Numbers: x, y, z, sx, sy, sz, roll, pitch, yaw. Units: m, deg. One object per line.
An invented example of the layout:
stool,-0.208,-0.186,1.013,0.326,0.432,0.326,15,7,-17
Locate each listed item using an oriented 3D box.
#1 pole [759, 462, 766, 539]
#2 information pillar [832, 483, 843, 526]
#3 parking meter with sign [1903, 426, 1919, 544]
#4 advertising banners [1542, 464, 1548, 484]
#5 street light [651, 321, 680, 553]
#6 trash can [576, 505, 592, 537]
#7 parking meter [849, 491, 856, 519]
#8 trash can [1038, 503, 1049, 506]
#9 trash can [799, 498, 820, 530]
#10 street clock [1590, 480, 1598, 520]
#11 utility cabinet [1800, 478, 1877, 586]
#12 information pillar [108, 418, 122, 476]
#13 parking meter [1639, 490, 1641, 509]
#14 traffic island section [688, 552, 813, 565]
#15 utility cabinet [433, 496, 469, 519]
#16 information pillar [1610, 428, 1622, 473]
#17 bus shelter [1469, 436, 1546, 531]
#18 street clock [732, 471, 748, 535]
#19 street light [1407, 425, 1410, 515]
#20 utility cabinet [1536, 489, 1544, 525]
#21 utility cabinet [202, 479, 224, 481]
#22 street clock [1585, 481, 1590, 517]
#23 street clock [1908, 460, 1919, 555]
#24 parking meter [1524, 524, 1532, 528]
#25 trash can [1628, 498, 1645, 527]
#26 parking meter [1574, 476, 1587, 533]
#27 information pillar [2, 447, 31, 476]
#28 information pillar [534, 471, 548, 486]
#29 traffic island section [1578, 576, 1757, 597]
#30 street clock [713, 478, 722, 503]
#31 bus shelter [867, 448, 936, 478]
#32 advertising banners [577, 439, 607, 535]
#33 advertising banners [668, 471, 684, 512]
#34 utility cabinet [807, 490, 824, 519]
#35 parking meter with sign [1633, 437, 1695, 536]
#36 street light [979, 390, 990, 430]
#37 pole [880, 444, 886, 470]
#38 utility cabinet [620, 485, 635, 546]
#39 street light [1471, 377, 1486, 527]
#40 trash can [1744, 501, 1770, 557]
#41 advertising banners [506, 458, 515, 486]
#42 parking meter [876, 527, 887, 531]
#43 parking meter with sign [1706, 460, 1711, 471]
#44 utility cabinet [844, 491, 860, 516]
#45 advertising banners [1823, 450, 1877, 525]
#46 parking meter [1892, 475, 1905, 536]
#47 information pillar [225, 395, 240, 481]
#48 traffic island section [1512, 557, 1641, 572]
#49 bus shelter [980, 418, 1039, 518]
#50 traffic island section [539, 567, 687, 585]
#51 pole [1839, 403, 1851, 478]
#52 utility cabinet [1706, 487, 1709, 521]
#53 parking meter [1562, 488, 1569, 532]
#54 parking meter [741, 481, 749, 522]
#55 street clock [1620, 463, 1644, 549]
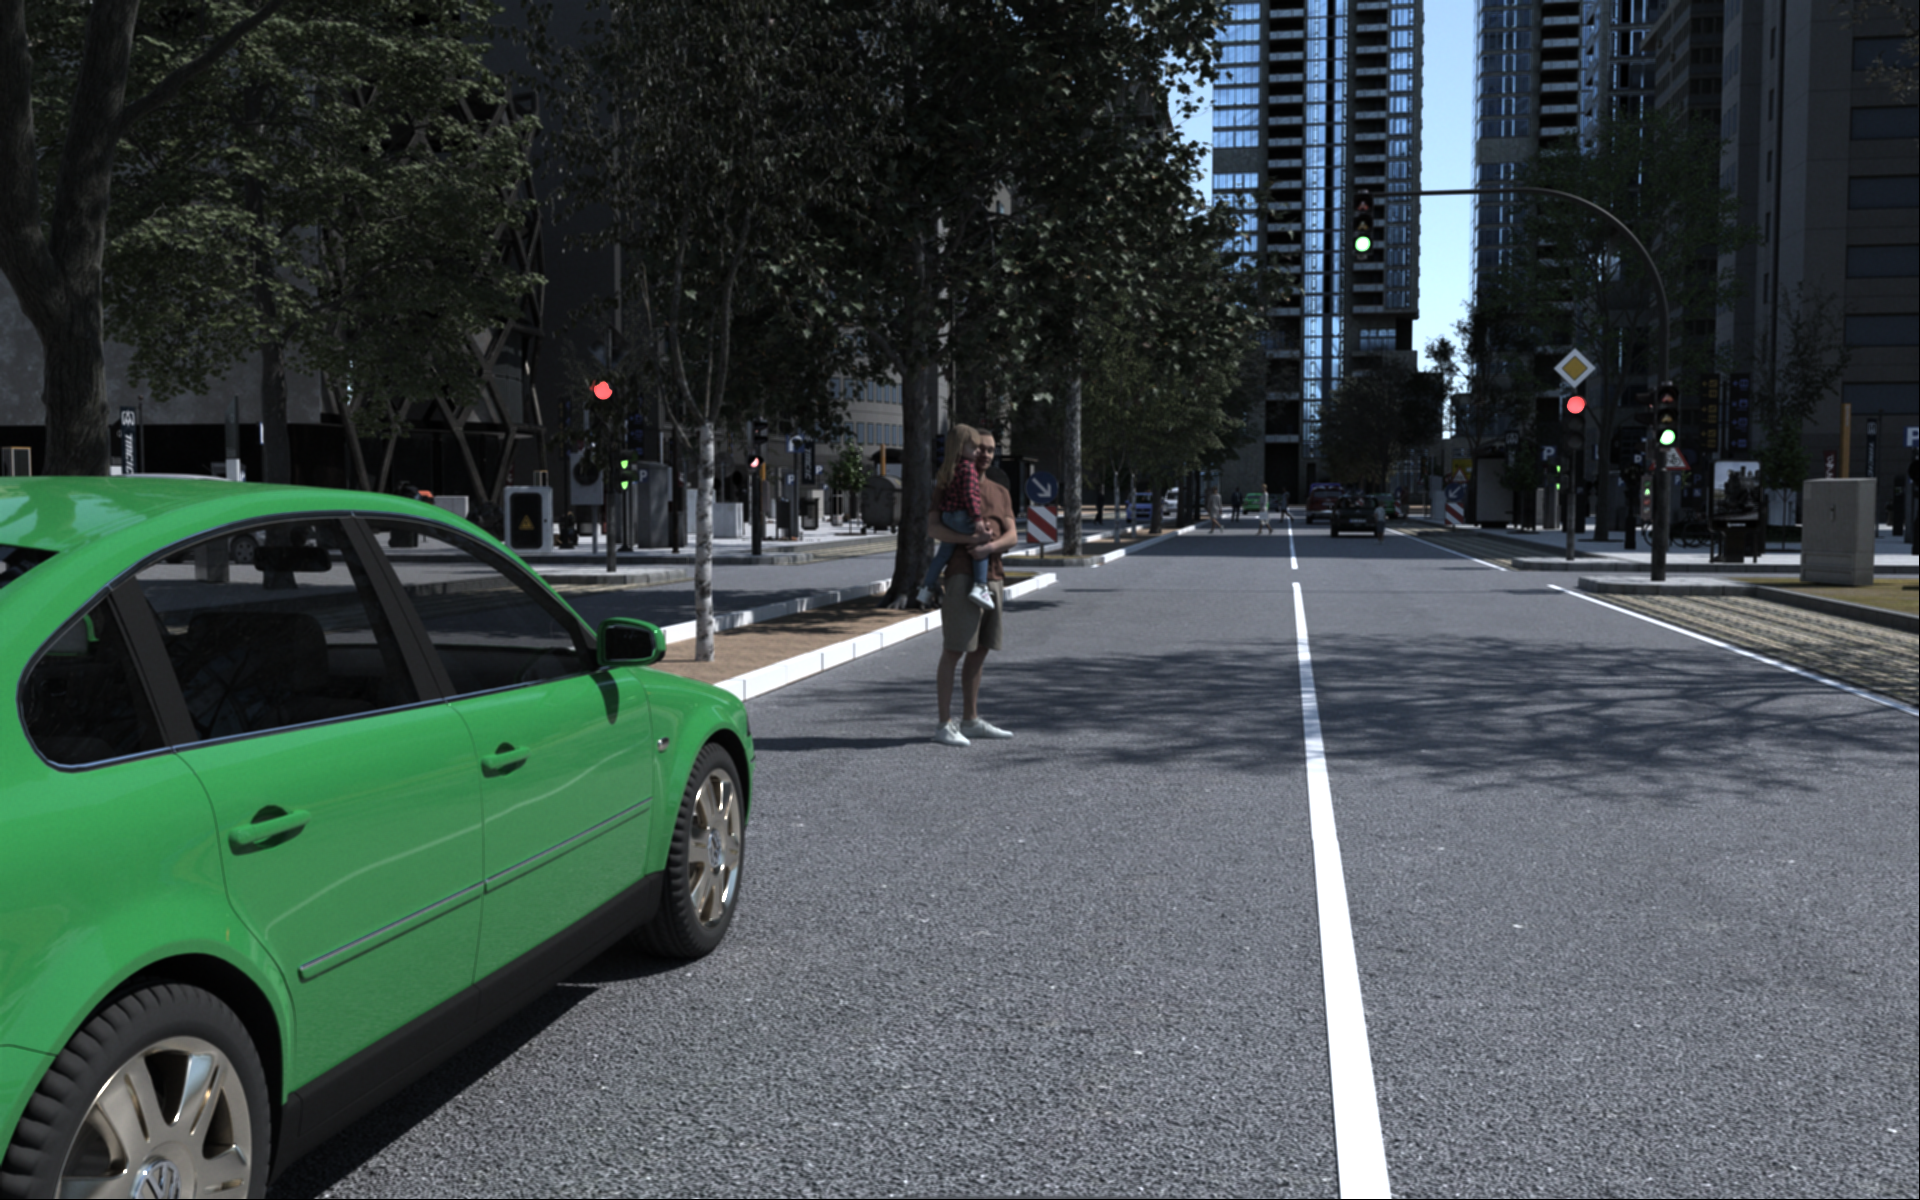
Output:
pole,-5.671,-3.408,49.564,0.158,3.312,0.155,0,3,0
information pillar,-4.868,-3.929,68.724,0.304,2.012,0.304,3,4,39
parking meter with sign,24.918,-2.985,45.070,0.543,3.016,1.738,2,4,35
advertising banners,35.209,-6.507,102.579,2.074,3.025,0.090,-2,4,-26
street light,-6.156,-3.947,37.315,0.468,5.910,1.993,1,4,11
trash can,-11.337,-2.500,52.533,0.748,1.137,0.748,0,3,0
parking meter,-5.474,-4.892,88.399,0.372,1.533,0.369,0,3,0
trash can,4.614,-5.158,95.991,0.748,1.137,0.748,0,3,0
trash can,-5.373,-3.075,61.937,0.748,1.137,0.748,0,3,0
street clock,31.940,-5.022,86.683,0.471,2.002,0.358,2,4,32
utility cabinet,12.330,-0.959,24.357,0.318,1.500,1.173,-1,4,-9
information pillar,-24.879,-3.661,51.216,0.183,3.616,0.504,2,4,34
parking meter,40.890,-5.831,103.750,0.372,1.533,0.369,0,3,0
traffic island section,-4.301,-0.868,36.478,2.009,0.180,2.903,1,4,11
utility cabinet,-15.684,-2.582,53.378,1.020,1.237,0.306,0,4,5
information pillar,23.410,-4.312,61.857,0.183,3.616,0.504,-1,4,-22
bus shelter,19.736,-4.209,62.739,2.014,3.302,5.546,1,4,11
street clock,-6.824,-3.008,53.749,0.471,2.002,0.358,3,5,42
street light,27.579,-8.177,106.483,0.468,5.910,1.993,1,4,11
utility cabinet,23.448,-3.735,69.741,1.173,1.500,0.318,3,5,40
utility cabinet,-10.976,-1.023,25.398,0.318,1.500,1.173,-2,4,-32
street clock,35.085,-5.640,96.777,0.471,2.002,0.358,0,4,-6
street clock,20.149,-1.943,36.333,0.358,2.002,0.471,-1,4,-20
parking meter,21.490,-3.659,65.533,0.255,1.863,0.399,-1,4,-14
trash can,26.305,-3.404,67.315,0.748,1.137,0.748,0,3,0
parking meter,20.297,-3.117,56.672,0.399,1.863,0.255,1,4,23
information pillar,-14.789,-1.389,27.200,0.304,2.012,0.304,2,4,35
information pillar,-13.247,-3.075,54.761,0.304,2.012,0.304,2,4,31
traffic island section,10.329,-0.203,25.603,2.009,0.180,2.903,1,4,11
street clock,-10.985,-4.515,78.392,0.471,2.002,0.358,1,4,16
bus shelter,-2.581,-5.191,78.789,2.014,3.302,5.546,1,4,11
advertising banners,-11.087,-3.579,54.708,2.074,3.025,0.090,1,4,8
advertising banners,-19.657,-7.318,115.835,2.074,3.025,0.090,-1,4,-16
utility cabinet,-7.514,-4.972,89.977,0.318,1.500,1.173,2,4,26
parking meter with sign,21.491,-3.446,52.597,0.543,3.016,1.738,-2,4,-33
street light,1.127,-6.289,75.611,0.468,5.910,1.993,1,4,11
pole,-3.151,-4.714,70.919,0.158,3.312,0.155,0,3,0
utility cabinet,-8.266,-2.099,42.990,0.318,1.500,1.173,-1,4,-13
street light,20.371,-5.834,68.173,0.468,5.910,1.993,1,4,11
trash can,16.246,-1.467,35.632,0.748,1.137,0.748,0,3,0
advertising banners,-19.081,-4.592,71.272,2.074,3.025,0.090,2,4,28
parking meter,-2.751,-3.348,60.449,0.399,1.863,0.255,2,4,32
parking meter with sign,37.652,-5.675,89.042,0.543,3.016,1.738,-3,5,-42
utility cabinet,-6.104,-5.440,97.629,0.318,1.500,1.173,-3,4,-38
advertising banners,35.258,-4.432,68.644,2.074,3.025,0.090,1,4,11
parking meter,28.810,-2.901,53.144,0.255,1.863,0.399,3,4,37
information pillar,-17.234,-3.041,41.081,0.504,3.616,0.183,3,4,37
traffic island section,11.807,-0.683,33.450,2.009,0.180,2.903,1,4,11
bus shelter,2.599,-7.136,94.302,2.179,5.291,8.768,1,4,11
traffic island section,-5.779,-0.388,28.631,2.009,0.180,2.903,1,4,11
pole,19.882,-2.759,38.953,0.158,3.312,0.155,0,3,0
utility cabinet,23.735,-2.760,53.808,0.318,1.500,1.173,-1,4,-17
parking meter,20.362,-3.031,57.966,0.372,1.533,0.369,0,3,0
parking meter,-9.765,-4.461,78.649,0.399,1.863,0.255,0,4,7
street clock,15.553,-2.176,40.141,0.471,2.002,0.358,0,4,-4
